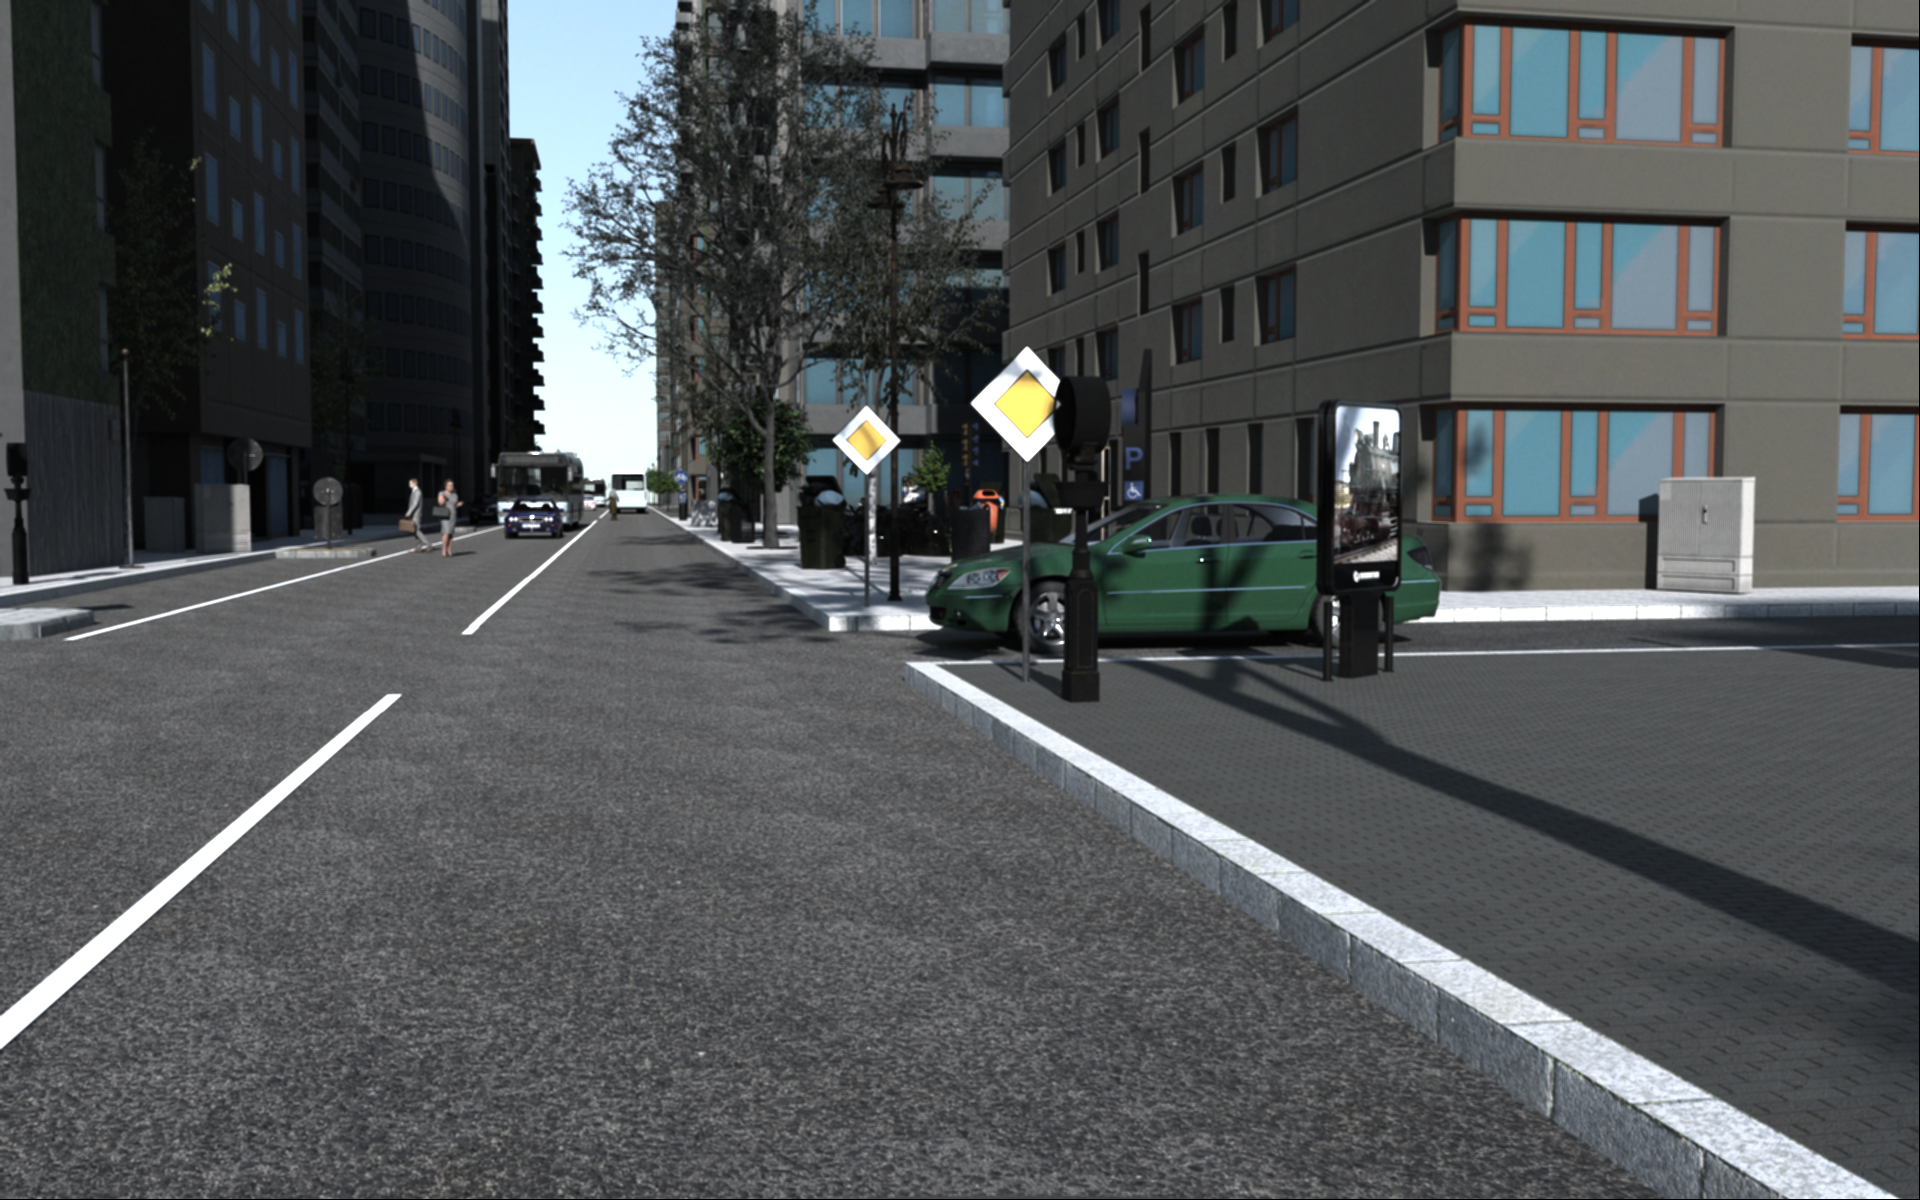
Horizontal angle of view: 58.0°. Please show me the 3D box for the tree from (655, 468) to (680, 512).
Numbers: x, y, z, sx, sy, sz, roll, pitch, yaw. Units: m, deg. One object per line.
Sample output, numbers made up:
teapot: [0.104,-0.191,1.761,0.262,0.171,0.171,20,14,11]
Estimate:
tree: [-21.178,-8.085,126.784,1.663,3.219,1.824,0,3,0]

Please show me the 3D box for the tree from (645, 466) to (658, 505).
tree: [-35.112,-13.166,198.969,4.285,4.588,4.351,0,3,0]

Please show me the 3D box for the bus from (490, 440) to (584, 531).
bus: [-16.768,-4.576,69.684,2.948,3.499,13.247,-1,4,-9]

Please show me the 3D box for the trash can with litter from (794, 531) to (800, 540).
trash can with litter: [-4.071,-2.239,47.987,1.055,1.170,0.624,0,4,-3]

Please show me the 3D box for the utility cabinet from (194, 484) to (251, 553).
utility cabinet: [-15.984,-1.768,37.580,0.318,1.500,1.173,2,4,30]

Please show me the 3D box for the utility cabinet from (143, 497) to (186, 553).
utility cabinet: [-17.422,-1.639,37.953,1.020,1.237,0.306,2,4,30]

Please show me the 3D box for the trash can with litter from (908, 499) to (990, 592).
trash can with litter: [0.514,-0.732,23.021,2.233,1.210,1.678,1,4,9]

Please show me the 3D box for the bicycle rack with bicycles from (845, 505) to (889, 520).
bicycle rack with bicycles: [-3.152,-2.659,56.862,2.925,0.926,2.852,3,5,43]

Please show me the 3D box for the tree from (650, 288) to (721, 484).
tree: [-8.580,-6.752,60.750,4.360,8.622,3.978,0,3,0]

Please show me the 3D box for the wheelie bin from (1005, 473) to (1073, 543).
wheelie bin: [1.288,-1.130,26.383,0.693,1.594,0.980,2,4,35]

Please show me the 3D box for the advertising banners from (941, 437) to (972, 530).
advertising banners: [-0.100,-3.563,54.446,0.090,3.025,2.074,-2,4,-27]

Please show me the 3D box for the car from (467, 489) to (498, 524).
car: [-22.665,-4.501,83.376,2.009,1.686,4.222,-1,4,-12]

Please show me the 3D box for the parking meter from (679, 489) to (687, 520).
parking meter: [-13.535,-4.660,84.596,0.372,1.533,0.369,0,3,0]

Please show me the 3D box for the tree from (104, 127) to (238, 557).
tree: [-17.049,-5.203,35.434,4.737,8.622,4.395,0,3,0]

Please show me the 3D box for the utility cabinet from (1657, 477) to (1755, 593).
utility cabinet: [9.702,-0.850,22.572,0.318,1.500,1.173,-2,4,-34]

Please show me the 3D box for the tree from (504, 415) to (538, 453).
tree: [-40.446,-12.717,158.286,4.737,8.622,4.395,0,3,0]

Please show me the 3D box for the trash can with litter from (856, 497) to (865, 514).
trash can with litter: [-3.274,-3.189,63.534,0.624,1.170,1.055,2,4,35]

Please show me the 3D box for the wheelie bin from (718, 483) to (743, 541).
wheelie bin: [-6.256,-2.405,47.223,0.693,1.594,0.980,-1,4,-9]

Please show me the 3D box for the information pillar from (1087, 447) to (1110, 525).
information pillar: [2.141,-1.372,26.922,0.304,2.012,0.304,2,4,24]

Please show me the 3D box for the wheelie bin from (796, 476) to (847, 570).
wheelie bin: [-2.360,-1.326,29.587,0.980,1.594,0.693,3,4,36]

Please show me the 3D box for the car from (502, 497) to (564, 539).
car: [-13.933,-2.698,56.689,1.945,1.354,3.894,-1,4,-11]

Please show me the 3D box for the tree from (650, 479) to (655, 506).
tree: [-33.305,-11.962,190.185,1.663,3.219,1.824,0,3,0]

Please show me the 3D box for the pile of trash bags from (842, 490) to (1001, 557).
pile of trash bags: [-0.765,-1.628,36.363,3.447,1.369,1.912,-1,4,-22]

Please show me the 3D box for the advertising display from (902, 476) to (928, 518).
advertising display: [-1.658,-3.564,63.481,0.974,1.923,0.123,1,4,22]

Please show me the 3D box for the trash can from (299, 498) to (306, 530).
trash can: [-23.744,-3.069,61.833,0.748,1.137,0.748,0,3,0]

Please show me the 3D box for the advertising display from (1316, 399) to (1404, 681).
advertising display: [2.808,-0.424,12.146,0.123,1.923,0.974,3,5,43]

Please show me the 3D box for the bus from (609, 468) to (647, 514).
bus: [-24.932,-8.272,130.108,2.948,3.499,13.247,-1,4,-11]

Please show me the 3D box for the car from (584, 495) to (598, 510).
car: [-33.234,-8.646,153.716,2.083,1.381,4.827,-1,4,-12]

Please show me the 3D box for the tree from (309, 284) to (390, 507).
tree: [-21.770,-6.701,59.917,4.737,8.622,4.395,0,3,0]

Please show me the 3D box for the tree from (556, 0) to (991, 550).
tree: [-4.556,-7.936,40.123,12.009,13.543,11.850,0,3,0]

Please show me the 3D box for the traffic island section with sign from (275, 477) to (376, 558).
traffic island section with sign: [-14.530,-1.906,39.797,1.989,1.847,2.006,-1,4,-11]

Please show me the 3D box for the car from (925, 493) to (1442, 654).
car: [2.109,-0.293,16.596,4.920,1.459,2.131,-1,4,-10]

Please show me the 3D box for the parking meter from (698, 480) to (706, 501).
parking meter: [-10.712,-4.057,72.037,0.255,1.863,0.399,0,4,5]

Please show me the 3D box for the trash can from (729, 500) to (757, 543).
trash can: [-5.669,-2.057,45.283,0.748,1.137,0.748,0,3,0]

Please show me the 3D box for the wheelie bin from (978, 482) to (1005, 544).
wheelie bin: [0.786,-2.264,44.927,0.980,1.594,0.693,2,4,30]

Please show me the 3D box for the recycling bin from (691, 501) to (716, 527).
recycling bin: [-9.983,-3.356,67.429,0.722,1.027,0.722,-3,4,-39]

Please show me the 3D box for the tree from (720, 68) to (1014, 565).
tree: [-1.392,-4.940,31.137,4.360,8.622,3.978,0,3,0]

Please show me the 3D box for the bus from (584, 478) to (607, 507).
bus: [-40.169,-11.926,189.849,2.948,3.499,13.247,-1,4,-11]

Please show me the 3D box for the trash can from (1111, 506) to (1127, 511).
trash can: [2.208,-0.574,21.036,0.748,1.137,0.748,0,3,0]

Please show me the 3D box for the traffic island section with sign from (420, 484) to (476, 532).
traffic island section with sign: [-19.602,-3.526,66.273,1.989,1.847,2.006,-1,4,-11]

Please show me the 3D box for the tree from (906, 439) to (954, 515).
tree: [-1.081,-4.086,61.409,1.663,3.219,1.824,0,3,0]

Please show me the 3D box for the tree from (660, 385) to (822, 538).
tree: [-5.641,-4.093,50.641,4.285,4.588,4.351,0,3,0]
